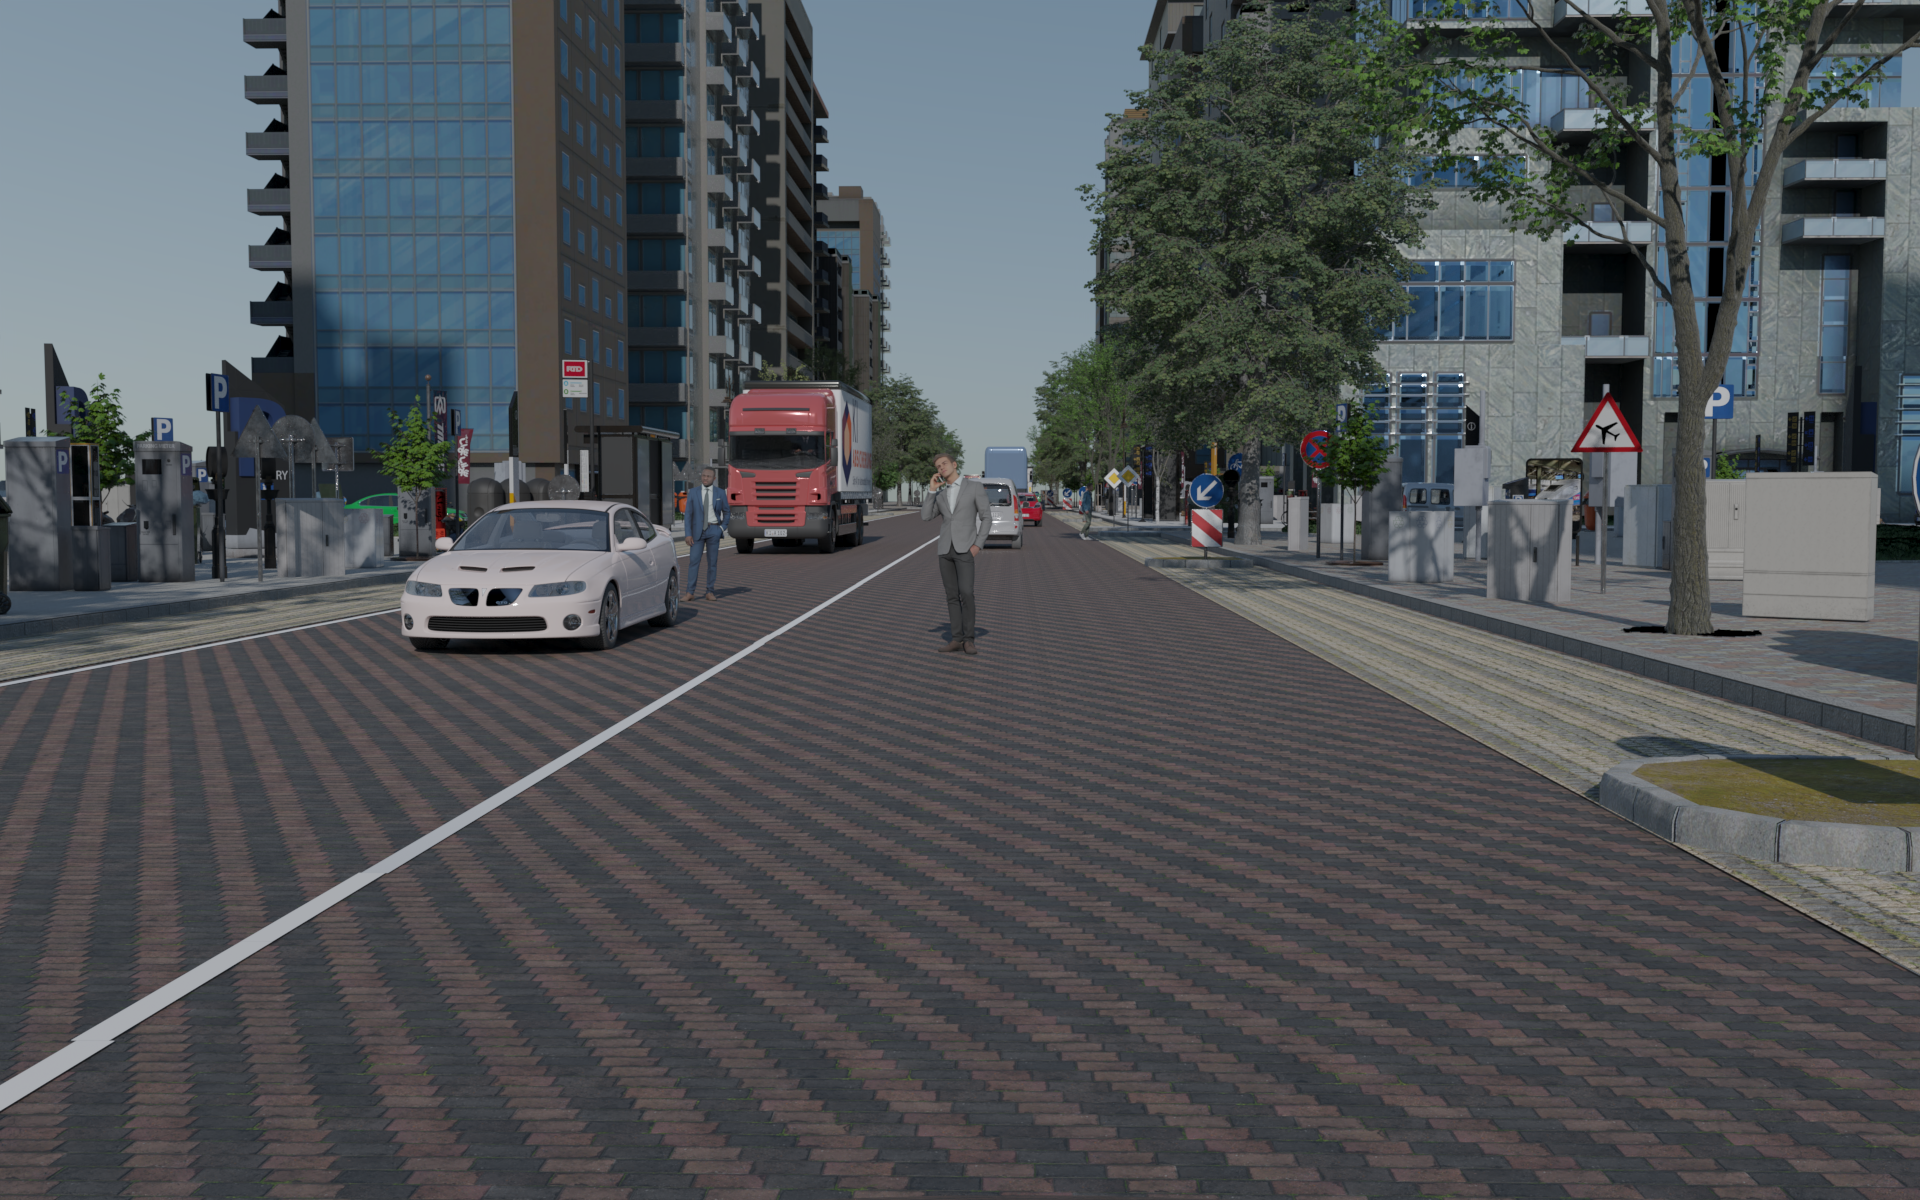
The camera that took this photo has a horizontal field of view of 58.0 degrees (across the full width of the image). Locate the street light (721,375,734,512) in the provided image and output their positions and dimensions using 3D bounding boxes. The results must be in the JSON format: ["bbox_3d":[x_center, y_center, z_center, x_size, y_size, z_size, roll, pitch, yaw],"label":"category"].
[{"bbox_3d":[-8.970,-5.800,67.612,0.468,5.910,1.993,0,4,2],"label":"street light"}]

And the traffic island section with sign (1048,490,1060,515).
[{"bbox_3d":[7.111,-6.623,116.907,1.989,1.847,2.006,0,4,2],"label":"traffic island section with sign"}]

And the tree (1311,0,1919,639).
[{"bbox_3d":[6.852,-5.498,15.652,9.928,11.665,9.643,0,3,0],"label":"tree"}]

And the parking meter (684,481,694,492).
[{"bbox_3d":[-12.172,-4.415,77.891,0.399,1.863,0.255,-2,4,-30],"label":"parking meter"}]

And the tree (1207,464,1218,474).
[{"bbox_3d":[16.424,-7.095,110.600,1.663,3.219,1.824,0,3,0],"label":"tree"}]

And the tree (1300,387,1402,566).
[{"bbox_3d":[7.177,-2.254,31.448,1.663,3.219,1.824,0,3,0],"label":"tree"}]

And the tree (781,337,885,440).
[{"bbox_3d":[-8.324,-10.375,104.043,8.767,10.594,7.601,2,4,34],"label":"tree"}]

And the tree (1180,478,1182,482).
[{"bbox_3d":[11.432,-6.294,97.506,1.663,3.219,1.824,0,3,0],"label":"tree"}]

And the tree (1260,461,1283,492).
[{"bbox_3d":[17.836,-6.423,99.615,1.663,3.219,1.824,0,3,0],"label":"tree"}]

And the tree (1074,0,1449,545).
[{"bbox_3d":[7.321,-8.387,43.779,9.857,13.997,8.962,0,3,0],"label":"tree"}]

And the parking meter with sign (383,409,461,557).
[{"bbox_3d":[-11.174,-2.405,35.575,1.738,3.016,0.543,0,4,-4],"label":"parking meter with sign"}]

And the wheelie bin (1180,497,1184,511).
[{"bbox_3d":[16.460,-7.365,128.330,0.980,1.594,0.693,0,4,6],"label":"wheelie bin"}]

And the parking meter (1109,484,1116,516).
[{"bbox_3d":[8.866,-5.812,100.731,0.255,1.863,0.399,3,5,44],"label":"parking meter"}]

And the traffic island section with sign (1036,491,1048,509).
[{"bbox_3d":[8.537,-9.632,166.104,1.989,1.847,2.006,0,4,2],"label":"traffic island section with sign"}]

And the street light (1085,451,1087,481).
[{"bbox_3d":[10.225,-10.301,141.212,0.468,5.910,1.993,0,4,2],"label":"street light"}]

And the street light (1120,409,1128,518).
[{"bbox_3d":[8.731,-7.315,92.389,0.468,5.910,1.993,0,4,2],"label":"street light"}]

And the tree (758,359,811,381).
[{"bbox_3d":[-9.623,-8.744,93.320,4.737,8.622,4.395,0,3,0],"label":"tree"}]

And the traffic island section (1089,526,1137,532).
[{"bbox_3d":[5.981,-2.739,67.063,2.009,0.180,2.903,0,4,2],"label":"traffic island section"}]

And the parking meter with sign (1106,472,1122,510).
[{"bbox_3d":[11.997,-8.462,134.610,0.543,3.016,1.738,-2,4,-34],"label":"parking meter with sign"}]

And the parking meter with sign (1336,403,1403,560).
[{"bbox_3d":[8.206,-2.283,33.591,1.738,3.016,0.543,-1,4,-9],"label":"parking meter with sign"}]

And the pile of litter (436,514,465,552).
[{"bbox_3d":[-11.294,-1.508,38.615,1.719,0.858,1.176,0,4,-1],"label":"pile of litter"}]

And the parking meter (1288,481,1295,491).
[{"bbox_3d":[14.469,-4.276,75.630,0.255,1.863,0.399,1,4,19],"label":"parking meter"}]

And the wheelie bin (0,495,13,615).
[{"bbox_3d":[-10.510,-0.643,18.426,0.693,1.594,0.980,-3,5,-40],"label":"wheelie bin"}]

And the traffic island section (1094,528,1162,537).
[{"bbox_3d":[5.748,-2.251,59.082,2.009,0.180,2.903,0,4,2],"label":"traffic island section"}]

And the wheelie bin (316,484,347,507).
[{"bbox_3d":[-19.201,-2.740,52.705,0.980,1.594,0.693,-2,4,-33],"label":"wheelie bin"}]

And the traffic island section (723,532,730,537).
[{"bbox_3d":[-7.187,-2.274,59.463,2.009,0.180,2.903,0,4,2],"label":"traffic island section"}]

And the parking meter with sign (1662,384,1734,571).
[{"bbox_3d":[12.035,-1.968,28.440,0.543,3.016,1.738,0,4,2],"label":"parking meter with sign"}]

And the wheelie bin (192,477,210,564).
[{"bbox_3d":[-14.258,-1.459,31.765,0.980,1.594,0.693,-1,4,-18],"label":"wheelie bin"}]

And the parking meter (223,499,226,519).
[{"bbox_3d":[-38.059,-5.130,89.590,0.255,1.863,0.399,3,4,38],"label":"parking meter"}]

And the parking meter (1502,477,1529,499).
[{"bbox_3d":[8.116,-1.035,25.341,0.372,1.533,0.369,0,3,0],"label":"parking meter"}]

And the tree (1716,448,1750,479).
[{"bbox_3d":[31.756,-4.748,72.230,1.663,3.219,1.824,0,3,0],"label":"tree"}]

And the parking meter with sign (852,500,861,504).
[{"bbox_3d":[-7.939,-8.188,130.142,0.543,3.016,1.738,2,4,29],"label":"parking meter with sign"}]

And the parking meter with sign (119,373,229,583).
[{"bbox_3d":[-11.599,-1.772,25.240,1.738,3.016,0.543,0,4,2],"label":"parking meter with sign"}]

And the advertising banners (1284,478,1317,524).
[{"bbox_3d":[14.378,-4.676,72.636,0.090,3.025,2.074,-2,4,-33],"label":"advertising banners"}]

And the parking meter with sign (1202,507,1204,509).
[{"bbox_3d":[15.803,-6.759,106.776,1.738,3.016,0.543,1,4,14],"label":"parking meter with sign"}]

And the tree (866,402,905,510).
[{"bbox_3d":[-6.813,-11.615,140.269,4.360,8.622,3.978,0,3,0],"label":"tree"}]

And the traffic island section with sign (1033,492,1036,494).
[{"bbox_3d":[9.332,-11.280,193.047,1.989,1.847,2.006,0,4,2],"label":"traffic island section with sign"}]

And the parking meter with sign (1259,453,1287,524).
[{"bbox_3d":[12.999,-4.748,73.884,1.738,3.016,0.543,0,4,0],"label":"parking meter with sign"}]

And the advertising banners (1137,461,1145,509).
[{"bbox_3d":[9.911,-5.838,91.641,0.090,3.025,2.074,-2,4,-26],"label":"advertising banners"}]

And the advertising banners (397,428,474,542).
[{"bbox_3d":[-13.784,-3.021,45.586,2.074,3.025,0.090,-3,4,-36],"label":"advertising banners"}]

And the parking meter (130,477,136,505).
[{"bbox_3d":[-21.786,-2.436,45.546,0.255,1.863,0.399,-2,4,-28],"label":"parking meter"}]

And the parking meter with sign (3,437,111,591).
[{"bbox_3d":[-12.204,-1.631,22.925,1.738,3.016,0.543,0,4,0],"label":"parking meter with sign"}]

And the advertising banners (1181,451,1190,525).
[{"bbox_3d":[9.418,-4.633,71.940,0.090,3.025,2.074,1,4,21],"label":"advertising banners"}]

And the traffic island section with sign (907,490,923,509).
[{"bbox_3d":[-4.072,-9.649,166.384,1.989,1.847,2.006,0,4,2],"label":"traffic island section with sign"}]

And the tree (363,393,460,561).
[{"bbox_3d":[-10.423,-2.370,33.355,1.663,3.219,1.824,0,3,0],"label":"tree"}]
